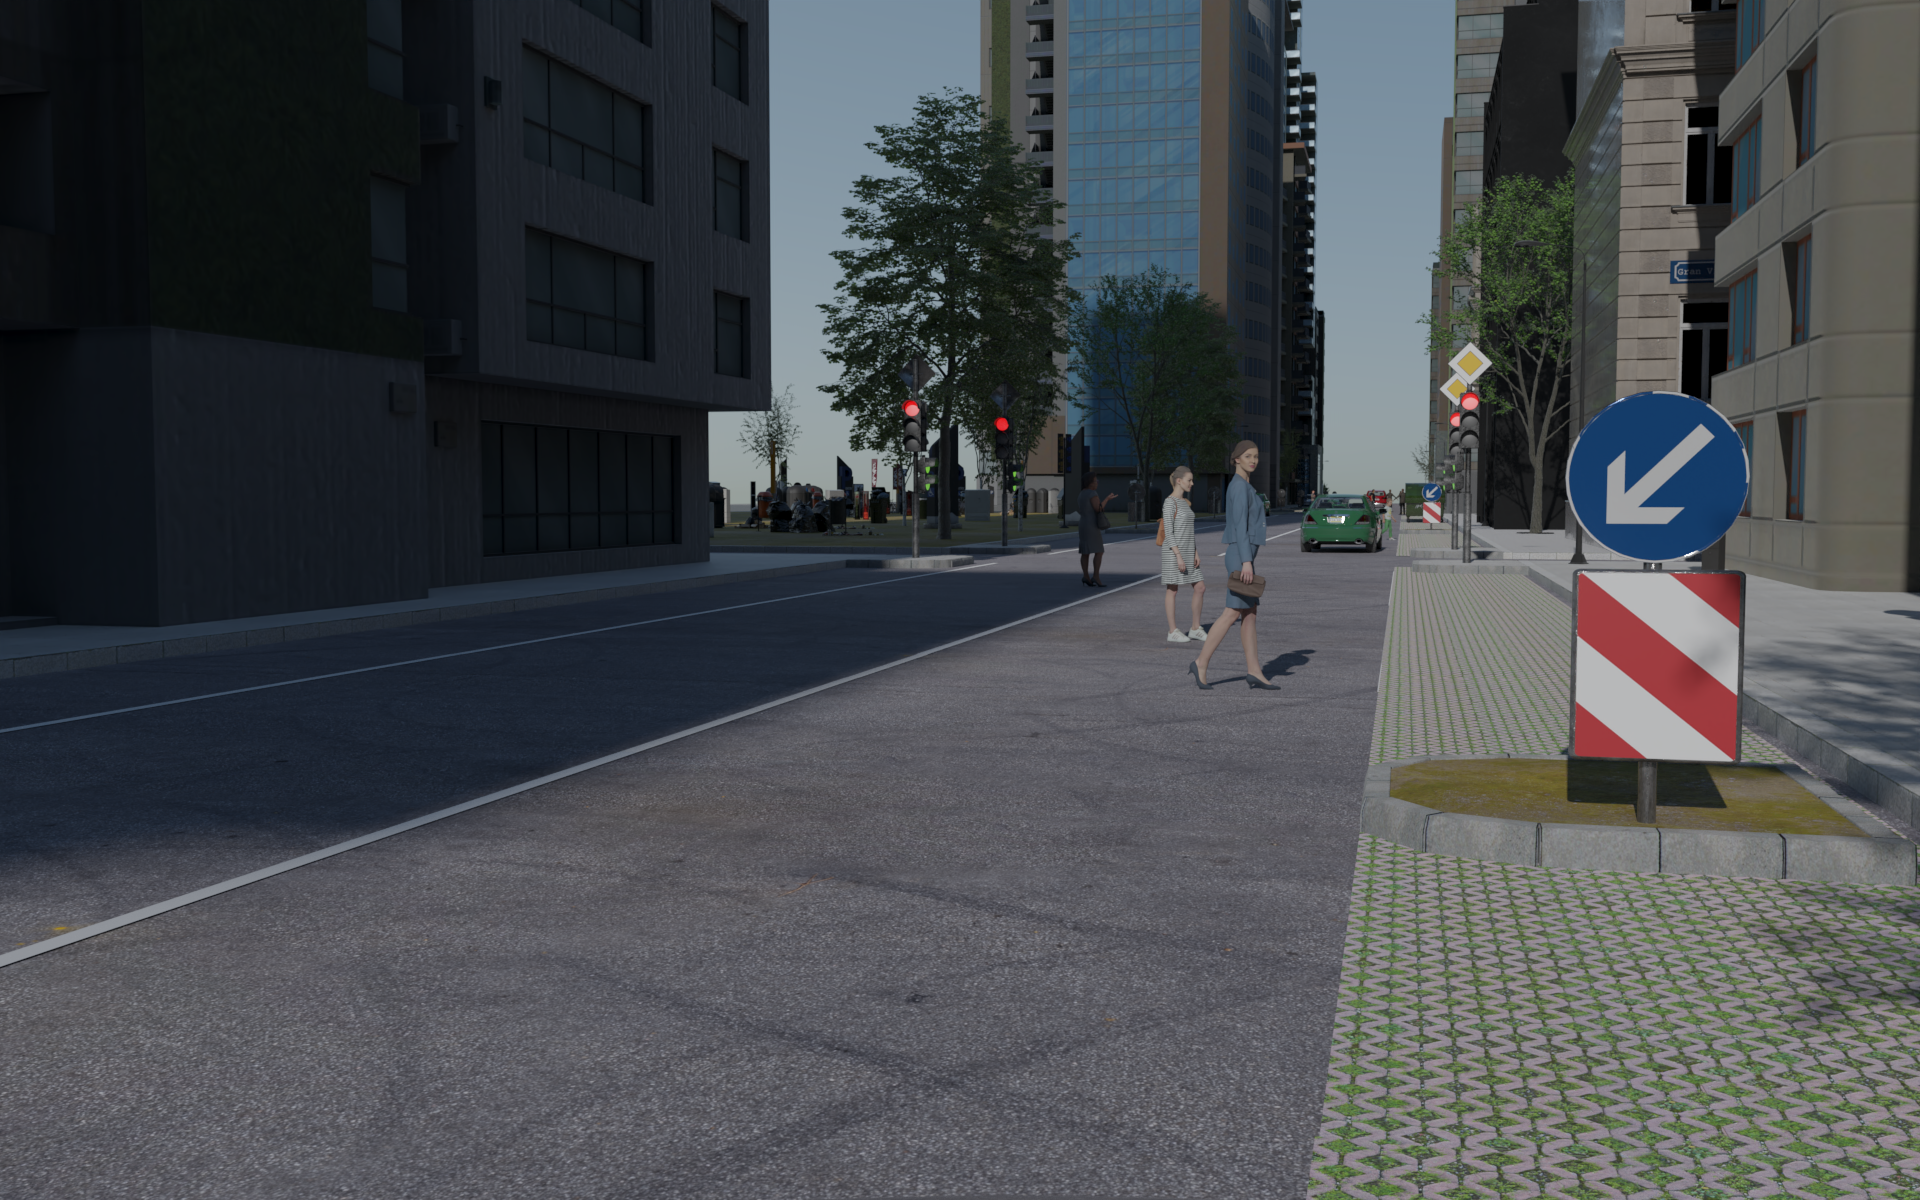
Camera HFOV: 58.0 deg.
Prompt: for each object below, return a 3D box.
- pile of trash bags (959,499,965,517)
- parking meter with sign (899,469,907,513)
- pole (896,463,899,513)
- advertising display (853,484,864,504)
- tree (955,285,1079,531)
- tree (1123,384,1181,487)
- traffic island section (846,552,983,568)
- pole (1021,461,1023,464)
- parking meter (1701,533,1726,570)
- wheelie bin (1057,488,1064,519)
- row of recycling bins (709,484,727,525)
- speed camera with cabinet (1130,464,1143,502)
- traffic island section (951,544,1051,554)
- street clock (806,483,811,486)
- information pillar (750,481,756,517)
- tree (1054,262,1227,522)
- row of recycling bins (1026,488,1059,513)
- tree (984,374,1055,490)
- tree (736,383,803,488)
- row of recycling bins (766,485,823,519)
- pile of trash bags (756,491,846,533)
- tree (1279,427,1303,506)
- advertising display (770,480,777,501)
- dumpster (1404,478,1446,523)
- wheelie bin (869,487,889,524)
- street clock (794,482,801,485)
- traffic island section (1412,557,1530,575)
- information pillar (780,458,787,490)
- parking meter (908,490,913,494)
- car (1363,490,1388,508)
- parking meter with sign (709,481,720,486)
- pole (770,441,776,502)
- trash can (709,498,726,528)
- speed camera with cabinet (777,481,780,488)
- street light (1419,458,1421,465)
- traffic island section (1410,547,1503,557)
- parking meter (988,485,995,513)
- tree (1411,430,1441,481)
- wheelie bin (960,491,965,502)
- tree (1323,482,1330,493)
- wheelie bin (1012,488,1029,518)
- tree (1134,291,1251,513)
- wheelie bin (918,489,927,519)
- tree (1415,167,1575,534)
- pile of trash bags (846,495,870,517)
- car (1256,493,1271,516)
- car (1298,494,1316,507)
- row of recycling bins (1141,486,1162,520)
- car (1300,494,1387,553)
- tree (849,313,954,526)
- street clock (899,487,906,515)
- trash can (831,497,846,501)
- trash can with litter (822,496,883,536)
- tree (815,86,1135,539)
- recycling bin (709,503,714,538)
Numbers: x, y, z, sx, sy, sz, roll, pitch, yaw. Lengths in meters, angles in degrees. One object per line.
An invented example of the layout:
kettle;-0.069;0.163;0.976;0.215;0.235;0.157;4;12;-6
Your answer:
pile of trash bags;0.024;-5.898;106.176;1.912;1.369;3.447;-2;4;-24
parking meter with sign;-4.088;-7.553;119.747;0.543;3.016;1.738;-1;4;-12
pole;-4.126;-7.376;114.434;0.158;3.312;0.155;0;3;0
advertising display;-6.302;-6.245;107.312;0.123;1.923;0.974;2;4;35
tree;2.076;-6.670;59.424;4.360;8.622;3.978;0;3;0
tree;12.113;-9.714;109.185;4.360;8.622;3.978;0;3;0
traffic island section;-0.908;-0.771;34.884;2.009;0.180;2.903;1;4;14
pole;3.823;-6.849;105.824;0.158;3.312;0.155;0;3;0
parking meter;11.841;-1.313;27.180;0.255;1.863;0.399;3;5;42
wheelie bin;5.394;-4.971;89.179;0.693;1.594;0.980;-1;4;-22
row of recycling bins;-10.661;-3.882;70.587;1.069;1.692;3.534;1;4;22
speed camera with cabinet;12.072;-7.317;113.969;2.038;3.252;0.660;-3;5;-42
traffic island section;1.077;-1.244;42.619;2.009;0.180;2.903;1;4;14
street clock;-10.227;-6.864;116.802;0.358;2.002;0.471;1;4;17
information pillar;-11.832;-5.783;99.047;0.304;2.012;0.304;-1;4;-11
tree;8.403;-9.388;79.251;9.928;11.665;9.643;0;3;0
row of recycling bins;6.047;-6.735;117.224;3.534;1.692;1.069;2;4;26
tree;3.564;-9.234;101.331;4.737;8.622;4.395;0;3;0
tree;-11.767;-9.707;109.074;4.360;8.622;3.978;0;3;0
row of recycling bins;-8.707;-5.168;91.607;3.534;1.692;1.069;-3;5;-42
pile of trash bags;-5.796;-2.995;58.722;1.912;1.369;3.447;-3;5;-44
tree;35.660;-14.638;189.688;4.737;8.622;4.395;0;3;0
advertising display;-8.663;-4.612;80.612;0.123;1.923;0.974;0;4;5
dumpster;23.062;-4.951;85.894;1.985;2.255;1.502;1;4;15
wheelie bin;-3.539;-4.134;75.492;0.980;1.594;0.693;1;4;22
street clock;-9.883;-6.167;105.396;0.471;2.002;0.358;0;4;2
traffic island section;9.448;-0.609;32.231;2.009;0.180;2.903;1;4;14
information pillar;-11.402;-7.392;112.217;0.504;3.616;0.183;-3;4;-38
parking meter;-2.933;-5.794;103.149;0.372;1.533;0.369;0;3;0
car;36.235;-8.687;150.701;2.281;1.827;5.304;1;4;15
parking meter with sign;-14.890;-6.660;105.151;0.543;3.016;1.738;2;4;35
pole;-7.160;-4.436;66.364;0.158;3.312;0.155;0;3;0
trash can;-9.149;-3.268;65.078;0.748;1.137;0.748;0;3;0
speed camera with cabinet;-11.751;-7.618;118.891;2.038;3.252;0.660;-3;5;-39
street light;60.281;-15.399;224.317;1.470;5.913;1.316;1;4;14
traffic island section;11.433;-1.082;39.967;2.009;0.180;2.903;1;4;14
parking meter;2.080;-6.724;115.653;0.399;1.863;0.255;-2;4;-24
tree;52.701;-14.857;193.268;4.360;8.622;3.978;0;3;0
wheelie bin;0.377;-6.371;112.072;0.693;1.594;0.980;0;4;2
tree;56.948;-16.877;270.547;1.663;3.219;1.824;0;3;0
wheelie bin;3.251;-5.150;92.107;0.693;1.594;0.980;3;5;39
tree;12.768;-10.959;97.310;7.486;12.596;7.792;0;3;0
wheelie bin;-1.937;-4.988;89.458;0.980;1.594;0.693;0;4;1
tree;18.567;-7.938;55.537;9.928;11.665;9.643;0;3;0
pile of trash bags;-6.045;-5.431;98.549;1.912;1.369;3.447;-2;4;-33
car;18.607;-6.169;109.653;1.959;1.807;4.718;1;4;16
car;34.658;-9.822;172.589;2.014;1.417;4.499;1;4;14
row of recycling bins;9.731;-4.967;88.320;1.069;1.692;3.534;0;4;4
car;9.673;-1.955;43.769;2.131;1.459;4.920;1;4;16
tree;-2.335;-7.284;69.459;4.360;8.622;3.978;0;3;0
street clock;-3.622;-6.332;108.094;0.471;2.002;0.358;0;4;3
trash can;-5.947;-4.469;84.714;0.748;1.137;0.748;0;3;0
trash can with litter;-3.374;-2.606;53.667;2.233;1.210;1.678;-1;4;-22
tree;-0.028;-7.991;48.781;7.486;12.596;7.792;0;3;0
recycling bin;-7.690;-2.366;51.237;0.722;1.027;0.722;-1;4;-17
